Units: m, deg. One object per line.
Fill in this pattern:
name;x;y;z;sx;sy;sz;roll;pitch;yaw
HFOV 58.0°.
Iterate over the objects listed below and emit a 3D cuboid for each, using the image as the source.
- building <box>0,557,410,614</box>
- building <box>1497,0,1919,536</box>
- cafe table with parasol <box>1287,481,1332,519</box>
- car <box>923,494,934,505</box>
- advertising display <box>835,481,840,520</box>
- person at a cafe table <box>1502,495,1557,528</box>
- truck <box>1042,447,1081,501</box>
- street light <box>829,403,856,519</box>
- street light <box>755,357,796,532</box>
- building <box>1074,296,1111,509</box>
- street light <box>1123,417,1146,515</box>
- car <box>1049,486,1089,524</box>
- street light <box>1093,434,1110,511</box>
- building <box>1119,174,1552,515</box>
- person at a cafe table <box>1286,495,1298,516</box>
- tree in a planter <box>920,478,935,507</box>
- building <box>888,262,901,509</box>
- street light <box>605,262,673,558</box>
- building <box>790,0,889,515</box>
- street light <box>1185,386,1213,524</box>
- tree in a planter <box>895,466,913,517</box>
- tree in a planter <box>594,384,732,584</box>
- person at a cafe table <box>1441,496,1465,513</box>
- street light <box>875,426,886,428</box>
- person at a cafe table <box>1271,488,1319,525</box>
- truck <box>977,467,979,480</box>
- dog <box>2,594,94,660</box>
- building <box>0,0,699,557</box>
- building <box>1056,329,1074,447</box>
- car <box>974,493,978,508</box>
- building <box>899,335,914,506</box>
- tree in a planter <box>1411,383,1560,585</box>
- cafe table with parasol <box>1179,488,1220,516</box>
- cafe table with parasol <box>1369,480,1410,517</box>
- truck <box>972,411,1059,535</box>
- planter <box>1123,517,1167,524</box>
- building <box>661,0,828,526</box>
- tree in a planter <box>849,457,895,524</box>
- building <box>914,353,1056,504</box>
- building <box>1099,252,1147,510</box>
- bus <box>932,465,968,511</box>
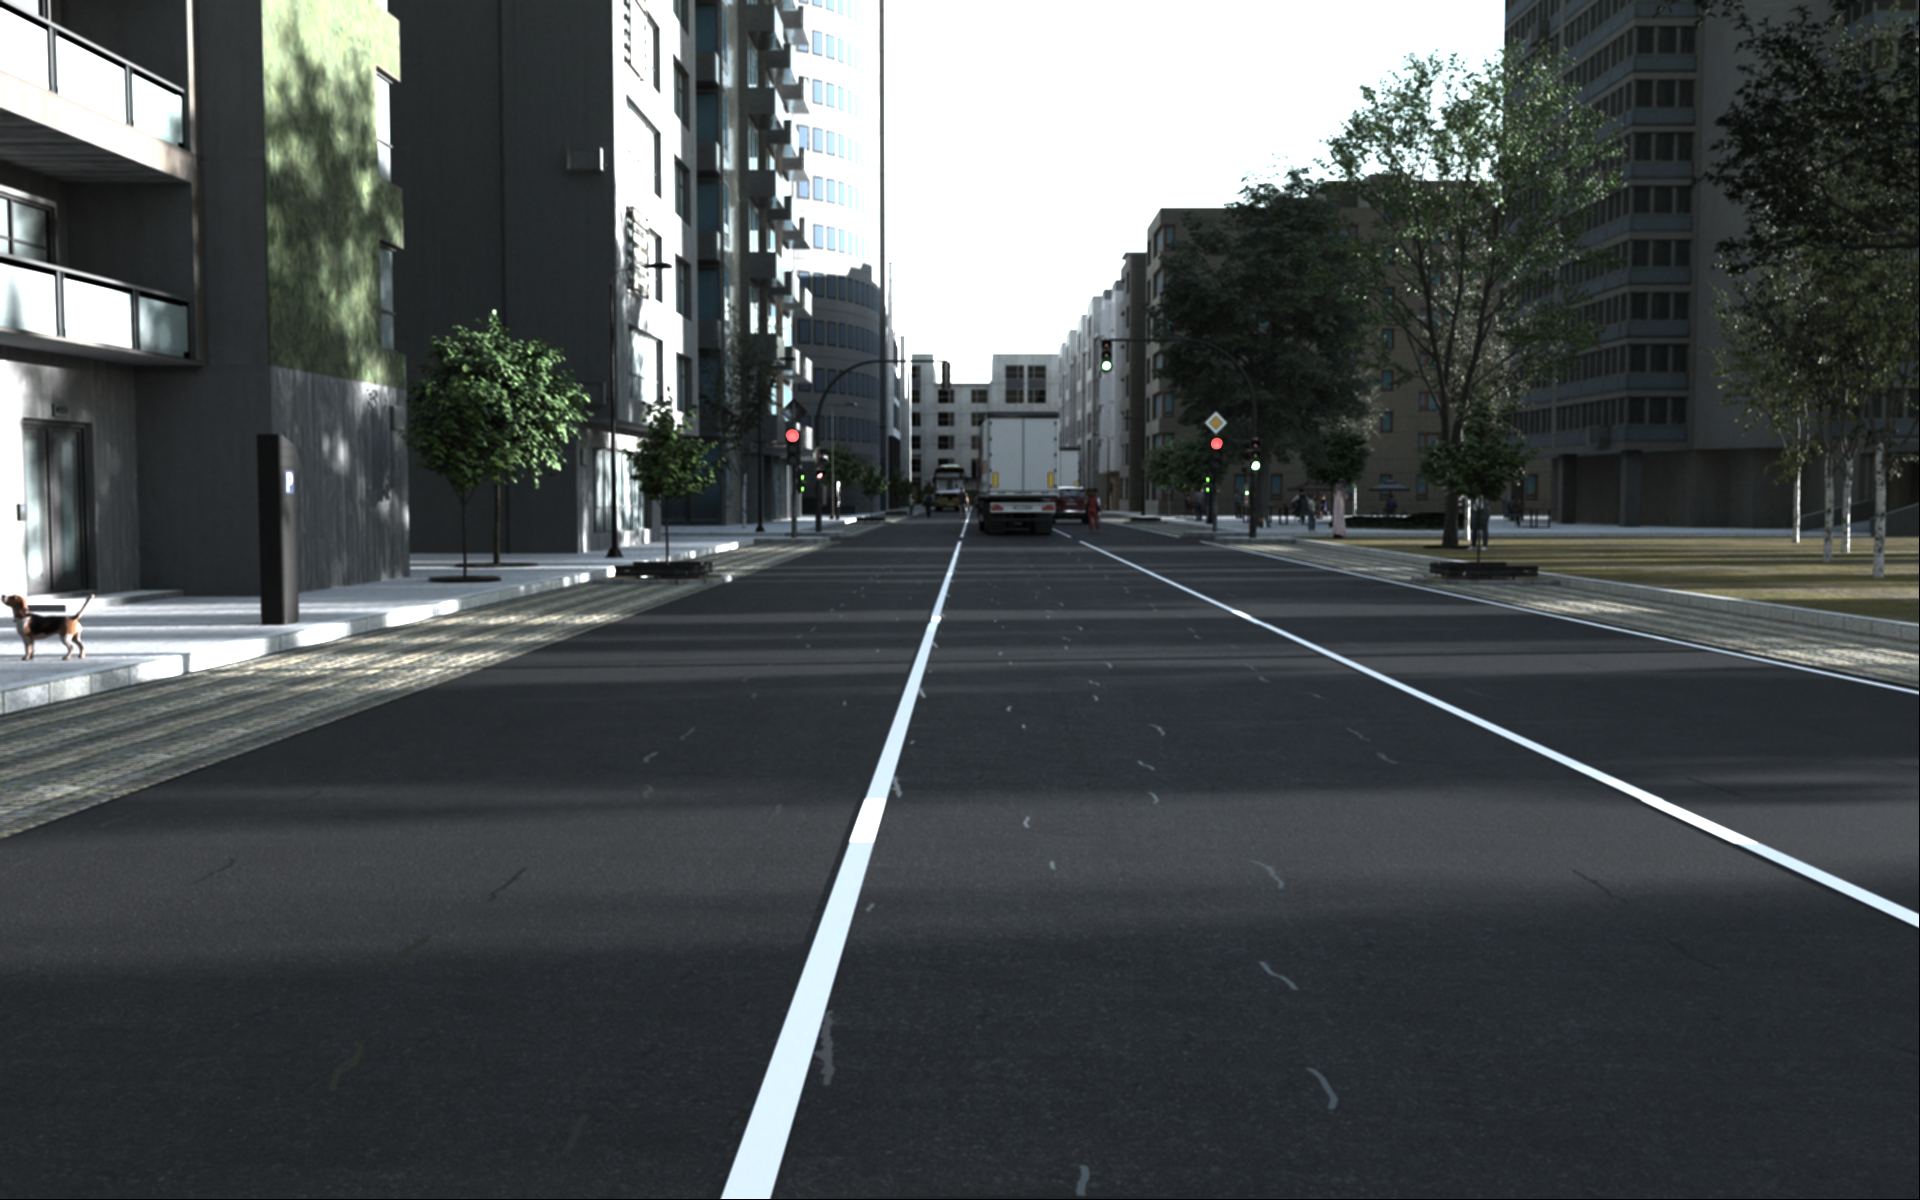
building;-15.604;-20.503;18.814;14.154;41.232;14.086;0;4;1
building;37.150;-23.242;71.887;23.993;40.220;32.217;0;4;1
cafe table with parasol;17.876;-5.083;87.965;2.610;1.966;2.610;3;5;42
car;-3.403;-11.908;203.485;1.959;1.807;4.718;0;3;0
advertising display;-6.084;-4.942;86.019;0.123;1.923;0.974;0;4;4
person at a cafe table;21.606;-3.387;66.231;1.726;1.238;1.698;0;4;-8
truck;6.070;-7.284;108.004;2.839;4.237;11.283;0;4;2
street light;-5.977;-7.082;88.340;1.470;5.913;1.316;0;4;1
street light;-6.257;-5.271;58.714;1.470;5.913;1.316;0;4;1
building;20.253;-18.125;162.808;16.747;18.905;31.486;0;4;1
street light;10.521;-8.066;104.415;1.470;5.913;1.316;0;4;1
car;5.333;-4.656;84.801;2.281;1.827;5.304;0;4;1
street light;10.922;-9.865;133.835;1.470;5.913;1.316;0;4;1
building;26.031;-16.762;119.091;27.650;21.520;28.899;0;4;1
person at a cafe table;19.932;-5.640;103.069;1.698;1.238;1.726;1;4;19
tree in a planter;-3.352;-11.650;187.706;1.991;3.239;1.994;0;4;1
building;-19.808;-18.752;150.566;27.936;21.610;32.646;0;4;1
street light;-6.454;-3.813;34.879;1.470;5.913;1.316;0;4;1
building;-16.143;-35.260;118.505;21.231;58.520;28.212;0;4;1
street light;10.272;-6.240;74.571;1.470;5.913;1.316;0;4;1
tree in a planter;-4.037;-6.925;110.439;1.991;3.239;1.994;0;4;1
tree in a planter;-4.777;-1.891;28.147;1.991;3.239;1.994;0;4;1
person at a cafe table;28.734;-5.545;99.183;1.698;1.524;1.622;-1;4;-16
street light;-5.709;-8.907;118.176;1.470;5.913;1.316;0;4;1
person at a cafe table;14.190;-3.926;72.709;1.698;1.524;1.622;-1;4;-13
truck;2.318;-5.470;78.352;2.839;4.237;11.283;0;4;-1
dog;-7.062;0.209;13.419;0.406;0.507;0.540;3;5;42
building;-14.180;-21.984;43.027;14.086;41.232;14.154;0;4;1
building;20.172;-20.048;194.237;16.747;18.905;31.486;0;4;1
car;2.612;-10.586;181.747;2.281;1.827;5.304;0;4;-1
building;-21.737;-20.500;201.640;31.486;18.905;16.747;0;4;1
tree in a planter;8.395;-1.878;27.934;1.991;3.239;1.994;0;4;1
cafe table with parasol;14.022;-5.958;102.280;2.610;1.966;2.610;1;4;17
cafe table with parasol;20.550;-4.768;82.826;2.610;1.966;2.610;-1;4;-19
truck;1.999;-4.615;64.364;2.839;4.237;11.283;0;4;-1
planter;8.896;-3.813;83.477;1.991;0.319;1.994;0;4;1
building;-18.915;-28.254;81.554;23.786;49.044;30.456;0;4;1
tree in a planter;-4.290;-5.277;83.496;1.991;3.239;1.994;0;4;1
building;4.124;-22.003;226.199;31.486;18.905;16.747;0;4;1
building;19.502;-17.407;141.017;16.016;20.091;11.380;0;4;1
bus;-0.937;-9.575;148.094;2.896;3.916;12.252;0;4;-1
